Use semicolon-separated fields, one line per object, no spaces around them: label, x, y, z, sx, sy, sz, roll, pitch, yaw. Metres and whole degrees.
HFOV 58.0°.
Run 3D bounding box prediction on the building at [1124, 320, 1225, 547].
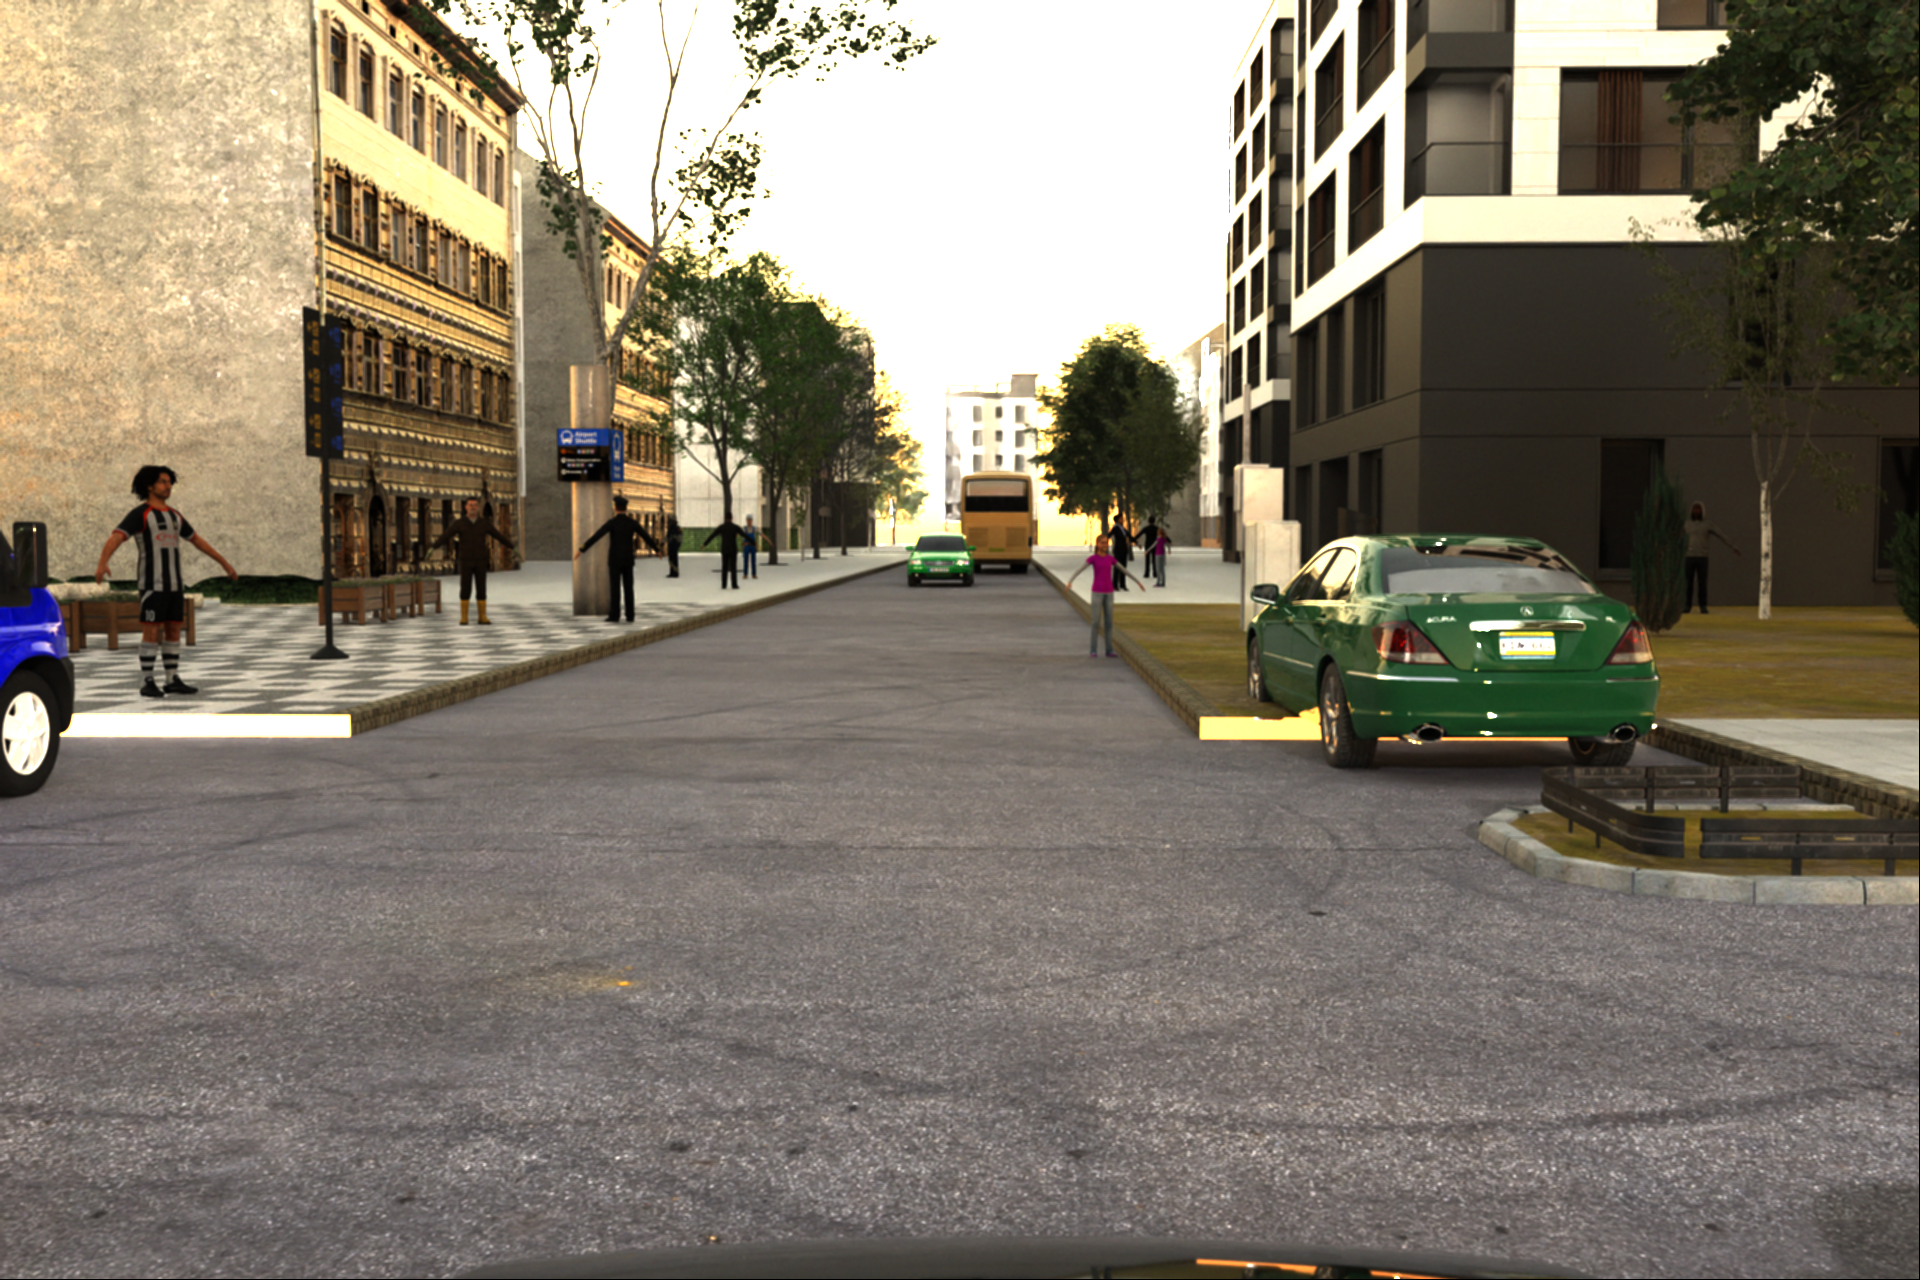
building;27.456;-21.534;183.005;19.493;23.208;18.063;0;4;1

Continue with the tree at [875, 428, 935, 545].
tree;-7.776;-18.289;205.682;9.857;13.997;8.962;0;3;0

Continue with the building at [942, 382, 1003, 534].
building;-1.799;-21.396;208.702;11.380;20.090;16.016;1;4;8

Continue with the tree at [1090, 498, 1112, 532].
tree;16.839;-15.455;203.051;4.360;8.622;3.978;0;3;0

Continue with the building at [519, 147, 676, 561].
building;-25.910;-15.902;90.919;19.493;23.208;18.063;0;4;1

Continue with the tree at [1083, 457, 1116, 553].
tree;8.997;-10.248;117.922;4.737;8.622;4.395;0;3;0

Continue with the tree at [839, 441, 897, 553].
tree;-5.963;-10.063;114.889;4.360;8.622;3.978;0;3;0

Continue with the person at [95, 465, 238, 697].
person;-6.332;-0.466;13.755;0.704;1.843;1.345;1;4;23

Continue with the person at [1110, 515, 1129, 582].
person;4.208;-2.441;46.104;0.705;1.806;1.347;-1;4;-10

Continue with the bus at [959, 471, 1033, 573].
bus;1.344;-4.602;66.789;2.896;3.916;12.252;0;4;0

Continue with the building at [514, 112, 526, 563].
building;-24.586;-12.674;63.638;16.016;20.090;11.380;0;4;2

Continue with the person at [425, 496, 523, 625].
person;-6.894;-1.126;24.540;1.346;1.812;0.704;-2;4;-25

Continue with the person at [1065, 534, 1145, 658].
person;1.668;-0.507;20.012;0.991;1.433;0.599;-1;4;-19

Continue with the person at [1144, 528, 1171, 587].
person;4.817;-2.007;42.075;0.599;1.433;0.991;3;5;44

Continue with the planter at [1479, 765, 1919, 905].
planter;3.409;0.823;7.689;1.991;0.319;1.994;0;4;2

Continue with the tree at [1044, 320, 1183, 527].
tree;8.216;-10.677;92.693;7.486;12.596;7.792;0;3;0

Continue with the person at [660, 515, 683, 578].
person;-8.494;-2.776;51.159;0.705;1.856;1.354;-2;4;-33

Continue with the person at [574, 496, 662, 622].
person;-4.958;-1.184;25.299;1.347;1.837;0.705;-2;4;-31

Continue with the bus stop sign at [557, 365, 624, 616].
bus stop sign;-5.817;-2.344;27.333;0.837;3.901;0.837;0;4;3

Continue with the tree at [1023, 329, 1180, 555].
tree;8.862;-12.246;106.877;9.857;13.997;8.962;0;3;0

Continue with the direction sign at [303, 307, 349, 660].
direction sign;-6.501;-1.576;17.759;0.379;3.537;0.876;0;4;2

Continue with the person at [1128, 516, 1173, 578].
person;5.615;-2.737;50.932;1.347;1.806;0.705;0;4;-7

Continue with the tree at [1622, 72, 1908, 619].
tree;12.267;-4.629;26.053;4.360;8.622;3.978;0;3;0

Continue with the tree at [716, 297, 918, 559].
tree;-7.258;-10.922;88.944;12.009;13.543;11.850;0;3;0

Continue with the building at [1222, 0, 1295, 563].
building;26.190;-14.561;82.052;27.936;21.610;32.646;0;4;1

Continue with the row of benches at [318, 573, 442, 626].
row of benches;-8.705;-0.651;26.101;1.422;0.672;4.104;0;4;-1

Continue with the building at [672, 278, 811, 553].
building;-21.899;-16.458;135.539;16.747;18.905;31.486;0;4;2

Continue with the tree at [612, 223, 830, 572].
tree;-8.000;-8.135;58.760;9.928;11.665;9.643;0;3;0

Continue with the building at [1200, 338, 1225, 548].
building;28.482;-19.036;167.650;16.016;20.090;11.380;0;4;1

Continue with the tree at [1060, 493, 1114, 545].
tree;15.553;-16.831;209.592;7.601;10.594;8.767;0;4;6

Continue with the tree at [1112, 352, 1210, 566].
tree;8.314;-7.325;70.122;4.360;8.622;3.978;0;3;0

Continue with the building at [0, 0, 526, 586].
building;-24.896;-13.493;51.541;19.493;23.208;18.063;0;4;1

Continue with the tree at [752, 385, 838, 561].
tree;-7.596;-7.985;80.913;4.737;8.622;4.395;0;3;0

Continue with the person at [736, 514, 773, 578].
person;-6.079;-2.706;50.099;1.347;1.847;0.705;-1;4;-12

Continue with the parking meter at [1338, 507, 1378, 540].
parking meter;3.791;-0.498;16.546;0.372;1.533;0.369;0;3;0

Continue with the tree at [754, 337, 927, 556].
tree;-7.080;-11.805;103.386;12.009;13.543;11.850;0;3;0

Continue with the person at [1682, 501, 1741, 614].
person;11.905;-1.338;28.008;1.348;1.813;0.705;2;4;30

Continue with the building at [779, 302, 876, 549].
building;-23.094;-19.879;169.004;27.936;21.610;32.646;0;4;1

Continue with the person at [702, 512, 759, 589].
person;-5.411;-2.106;40.653;1.346;1.802;0.704;0;4;3

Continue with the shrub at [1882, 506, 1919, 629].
shrub;12.431;-1.049;21.568;1.690;2.028;1.600;0;3;0

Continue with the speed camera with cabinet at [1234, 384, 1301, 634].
speed camera with cabinet;3.949;-1.707;22.252;0.660;3.252;2.038;0;4;2

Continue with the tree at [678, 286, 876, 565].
tree;-7.585;-8.918;71.568;9.928;11.665;9.643;0;3;0

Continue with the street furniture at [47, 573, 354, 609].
street furniture;-14.650;-0.949;31.143;5.734;0.657;10.072;2;4;24

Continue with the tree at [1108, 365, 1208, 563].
tree;8.649;-7.646;75.378;4.737;8.622;4.395;0;3;0

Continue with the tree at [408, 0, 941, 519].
tree;-7.197;-11.249;39.809;12.611;20.169;13.585;0;3;0

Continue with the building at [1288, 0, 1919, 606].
building;22.474;-12.364;46.125;27.936;21.610;32.646;0;4;1

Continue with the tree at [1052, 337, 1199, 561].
tree;7.831;-9.052;82.412;7.601;10.594;8.767;1;4;10

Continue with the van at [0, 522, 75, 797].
van;-6.065;-0.205;7.729;2.240;2.365;5.245;0;4;2

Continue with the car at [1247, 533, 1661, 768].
car;3.180;-0.013;12.016;2.131;1.459;4.920;0;3;0

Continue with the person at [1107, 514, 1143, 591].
person;3.664;-1.973;38.984;1.216;1.740;0.721;-3;5;-43

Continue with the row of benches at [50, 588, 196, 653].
row of benches;-10.067;-0.173;18.286;1.422;0.672;4.104;2;4;29

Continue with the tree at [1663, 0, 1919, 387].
tree;9.030;-6.405;11.382;9.857;13.997;8.962;0;3;0

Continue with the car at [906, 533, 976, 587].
car;-0.514;-2.434;48.599;1.959;1.807;4.718;0;4;1
